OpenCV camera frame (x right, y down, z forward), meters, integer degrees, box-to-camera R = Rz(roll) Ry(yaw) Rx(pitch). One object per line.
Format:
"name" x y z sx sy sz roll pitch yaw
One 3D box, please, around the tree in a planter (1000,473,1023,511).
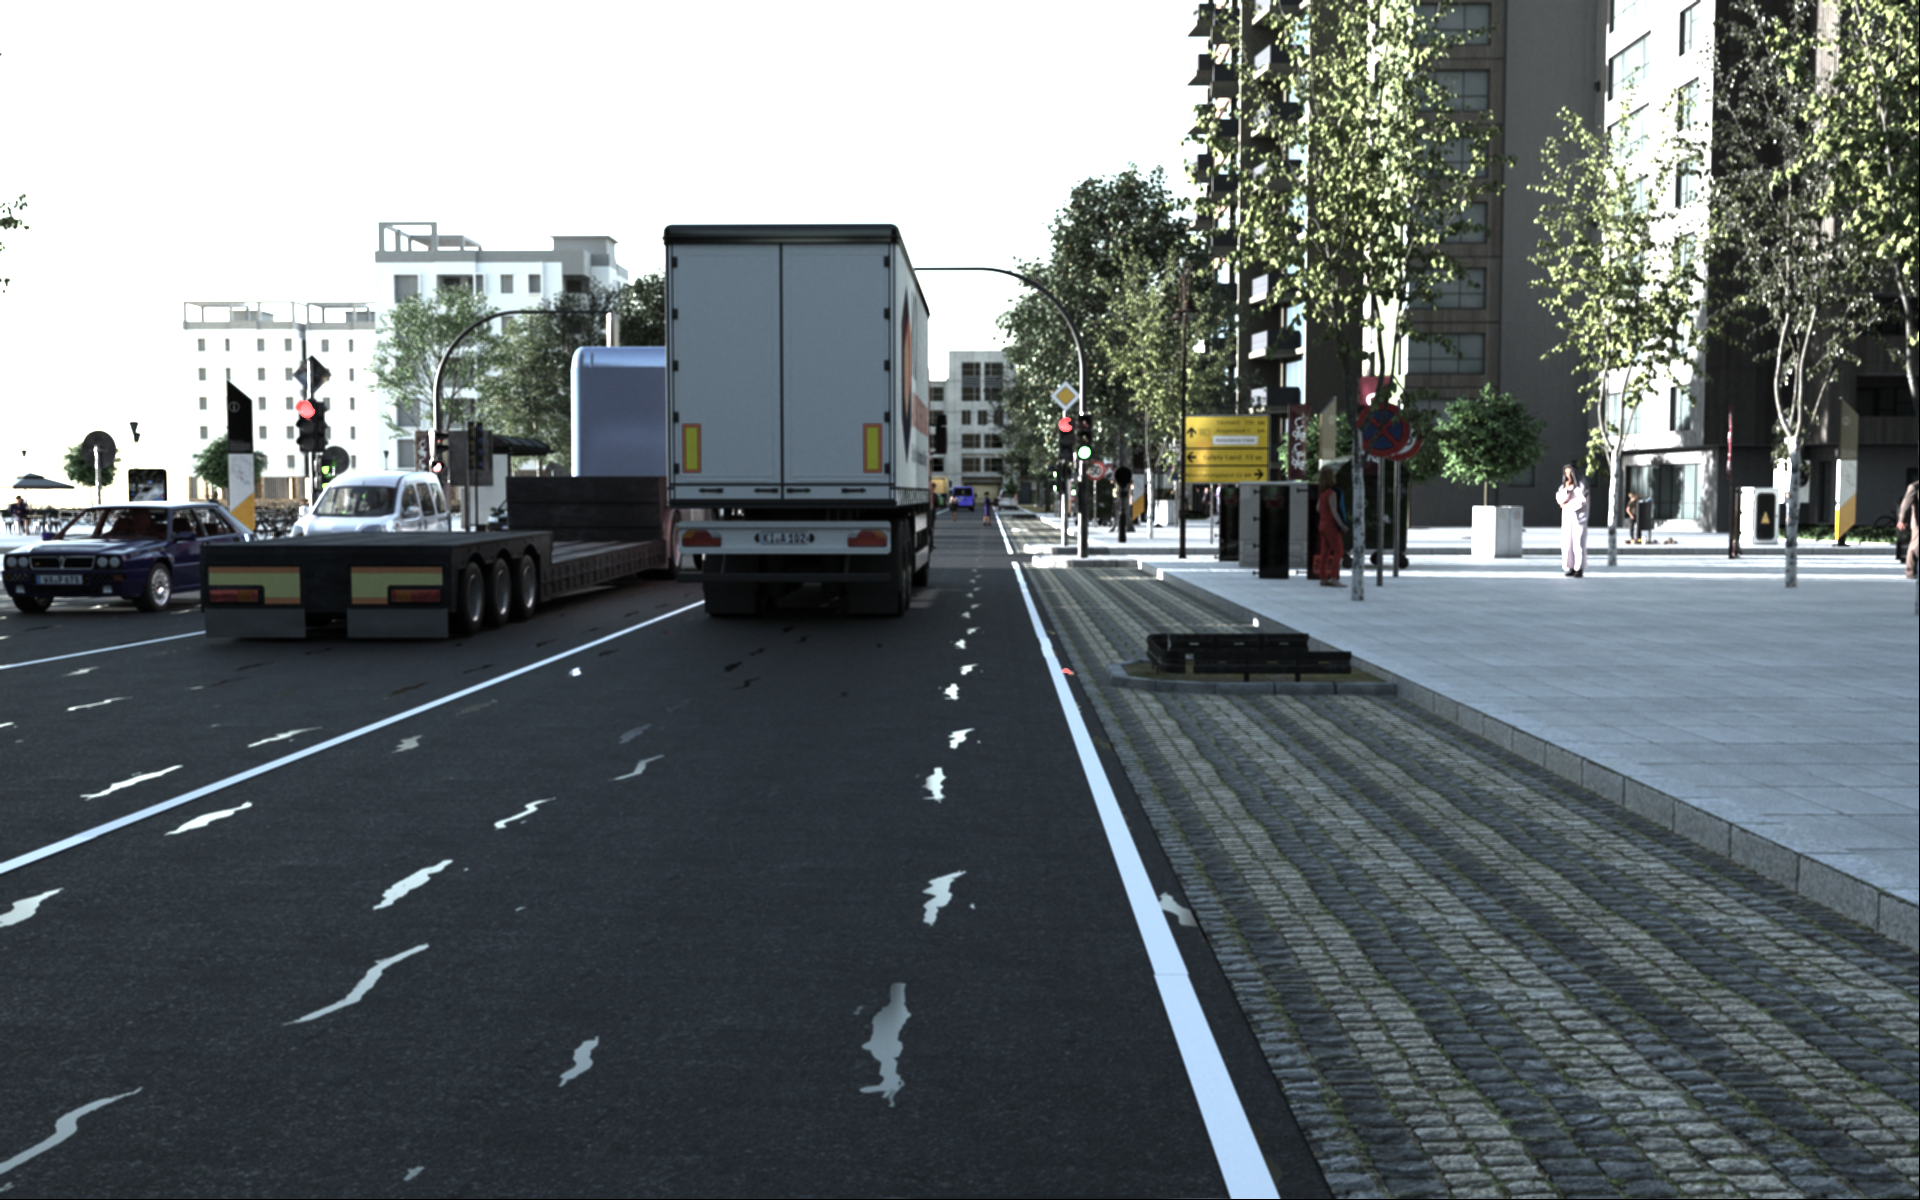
"tree in a planter" 4.297 -9.014 144.597 1.991 3.239 1.994 0 4 1

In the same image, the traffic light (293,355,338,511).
"traffic light" -13.069 -2.820 35.028 0.839 4.253 0.868 0 4 1

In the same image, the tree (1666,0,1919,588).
"tree" 11.662 -4.477 23.557 4.360 8.622 3.978 0 3 0

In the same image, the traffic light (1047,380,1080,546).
"traffic light" 2.582 -3.294 42.773 0.839 4.253 0.868 0 4 1

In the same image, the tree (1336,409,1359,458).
"tree" 16.604 -4.919 64.142 4.285 4.588 4.351 0 3 0

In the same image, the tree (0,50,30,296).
"tree" -16.382 -4.648 26.355 4.737 8.622 4.395 0 3 0

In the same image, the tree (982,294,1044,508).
"tree" 8.415 -18.701 161.656 12.611 20.169 13.585 0 3 0

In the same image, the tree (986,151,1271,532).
"tree" 5.553 -8.654 58.495 9.611 12.733 9.660 0 3 0

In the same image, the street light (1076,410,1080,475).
"street light" 5.175 -6.219 74.473 0.468 5.910 1.993 0 4 1

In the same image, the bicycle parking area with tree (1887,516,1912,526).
"bicycle parking area with tree" 31.084 -3.746 48.257 9.016 4.147 8.231 1 4 17

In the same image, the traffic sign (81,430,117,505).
"traffic sign" -17.088 -2.096 34.376 0.768 2.556 0.104 1 4 9

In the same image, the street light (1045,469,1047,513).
"street light" 5.852 -8.852 117.525 0.468 5.910 1.993 0 4 1

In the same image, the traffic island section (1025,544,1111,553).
"traffic island section" 2.622 -1.260 42.886 2.009 0.180 2.903 0 4 1

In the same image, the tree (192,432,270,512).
"tree" -41.065 -7.026 98.587 4.285 4.588 4.351 0 3 0

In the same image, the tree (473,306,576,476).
"tree" -25.960 -11.435 105.094 7.486 12.596 7.792 0 3 0

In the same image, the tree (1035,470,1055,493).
"tree" 7.334 -9.307 135.881 4.285 4.588 4.351 0 3 0

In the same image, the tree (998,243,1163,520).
"tree" 6.346 -10.925 85.280 9.857 13.997 8.962 0 3 0

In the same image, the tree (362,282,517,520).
"tree" -25.318 -9.699 84.333 9.928 11.665 9.643 0 3 0

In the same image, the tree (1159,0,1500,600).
"tree" 4.667 -4.290 20.510 4.737 8.622 4.395 0 3 0

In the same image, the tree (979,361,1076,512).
"tree" 6.405 -13.065 123.978 12.009 13.543 11.850 0 3 0

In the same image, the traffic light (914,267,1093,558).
"traffic light" 0.357 -3.671 34.682 4.771 5.953 1.251 0 4 1

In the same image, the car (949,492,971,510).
"car" 0.123 -8.917 154.470 2.281 1.827 5.304 0 4 2

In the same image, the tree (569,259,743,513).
"tree" -14.524 -10.266 84.856 9.611 12.733 9.660 0 3 0

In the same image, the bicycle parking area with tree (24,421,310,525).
"bicycle parking area with tree" -31.547 -5.121 70.738 9.016 4.147 8.231 2 4 33

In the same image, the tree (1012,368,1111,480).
"tree" 6.648 -11.658 108.734 7.486 12.596 7.792 0 3 0

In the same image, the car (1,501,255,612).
"car" -10.565 -0.593 22.282 1.945 1.354 3.894 0 4 1

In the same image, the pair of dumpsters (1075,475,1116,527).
"pair of dumpsters" 5.320 -4.068 68.998 1.574 2.255 4.437 0 4 1

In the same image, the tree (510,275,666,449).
"tree" -15.149 -8.489 73.201 8.767 10.594 7.601 0 4 5

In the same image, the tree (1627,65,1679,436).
"tree" 11.925 -4.925 30.885 4.737 8.622 4.395 0 3 0

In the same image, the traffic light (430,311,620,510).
"traffic light" -10.845 -4.180 43.013 4.771 5.953 1.251 0 4 1

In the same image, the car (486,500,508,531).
"car" -12.756 -2.539 51.302 2.009 1.686 4.222 0 4 1

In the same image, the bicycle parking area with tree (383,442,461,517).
"bicycle parking area with tree" -28.742 -6.534 93.833 9.016 4.147 8.231 -1 4 -23

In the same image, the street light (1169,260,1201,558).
"street light" 4.442 -3.768 34.392 0.468 5.910 1.993 0 4 1

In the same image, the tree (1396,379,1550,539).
"tree" 15.137 -4.041 49.786 4.285 4.588 4.351 0 3 0

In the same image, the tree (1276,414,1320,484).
"tree" 14.636 -5.327 70.813 4.285 4.588 4.351 0 3 0

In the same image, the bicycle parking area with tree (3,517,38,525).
"bicycle parking area with tree" -41.167 -5.102 70.425 8.231 4.147 9.016 2 4 34

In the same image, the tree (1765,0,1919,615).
"tree" 10.200 -4.128 17.856 4.737 8.622 4.395 0 3 0

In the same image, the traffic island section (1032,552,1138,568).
"traffic island section" 2.490 -0.772 34.902 2.009 0.180 2.903 0 4 1

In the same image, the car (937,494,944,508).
"car" -2.570 -10.114 174.162 1.959 1.807 4.718 0 4 -1

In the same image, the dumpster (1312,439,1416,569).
"dumpster" 7.089 -1.714 30.510 1.502 2.255 1.985 0 4 1

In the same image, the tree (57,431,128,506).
"tree" -45.064 -6.501 90.005 4.285 4.588 4.351 0 3 0

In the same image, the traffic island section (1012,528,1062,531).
"traffic island section" 3.030 -2.733 67.548 1.991 0.108 1.994 0 4 1

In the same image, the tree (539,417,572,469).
"tree" -25.556 -10.052 114.711 4.737 8.622 4.395 0 3 0

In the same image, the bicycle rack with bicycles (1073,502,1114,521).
"bicycle rack with bicycles" 6.554 -4.173 81.608 2.925 0.926 2.852 -2 4 -32

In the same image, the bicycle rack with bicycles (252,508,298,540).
"bicycle rack with bicycles" -17.376 -1.877 44.070 2.925 0.926 2.852 -2 4 -24
